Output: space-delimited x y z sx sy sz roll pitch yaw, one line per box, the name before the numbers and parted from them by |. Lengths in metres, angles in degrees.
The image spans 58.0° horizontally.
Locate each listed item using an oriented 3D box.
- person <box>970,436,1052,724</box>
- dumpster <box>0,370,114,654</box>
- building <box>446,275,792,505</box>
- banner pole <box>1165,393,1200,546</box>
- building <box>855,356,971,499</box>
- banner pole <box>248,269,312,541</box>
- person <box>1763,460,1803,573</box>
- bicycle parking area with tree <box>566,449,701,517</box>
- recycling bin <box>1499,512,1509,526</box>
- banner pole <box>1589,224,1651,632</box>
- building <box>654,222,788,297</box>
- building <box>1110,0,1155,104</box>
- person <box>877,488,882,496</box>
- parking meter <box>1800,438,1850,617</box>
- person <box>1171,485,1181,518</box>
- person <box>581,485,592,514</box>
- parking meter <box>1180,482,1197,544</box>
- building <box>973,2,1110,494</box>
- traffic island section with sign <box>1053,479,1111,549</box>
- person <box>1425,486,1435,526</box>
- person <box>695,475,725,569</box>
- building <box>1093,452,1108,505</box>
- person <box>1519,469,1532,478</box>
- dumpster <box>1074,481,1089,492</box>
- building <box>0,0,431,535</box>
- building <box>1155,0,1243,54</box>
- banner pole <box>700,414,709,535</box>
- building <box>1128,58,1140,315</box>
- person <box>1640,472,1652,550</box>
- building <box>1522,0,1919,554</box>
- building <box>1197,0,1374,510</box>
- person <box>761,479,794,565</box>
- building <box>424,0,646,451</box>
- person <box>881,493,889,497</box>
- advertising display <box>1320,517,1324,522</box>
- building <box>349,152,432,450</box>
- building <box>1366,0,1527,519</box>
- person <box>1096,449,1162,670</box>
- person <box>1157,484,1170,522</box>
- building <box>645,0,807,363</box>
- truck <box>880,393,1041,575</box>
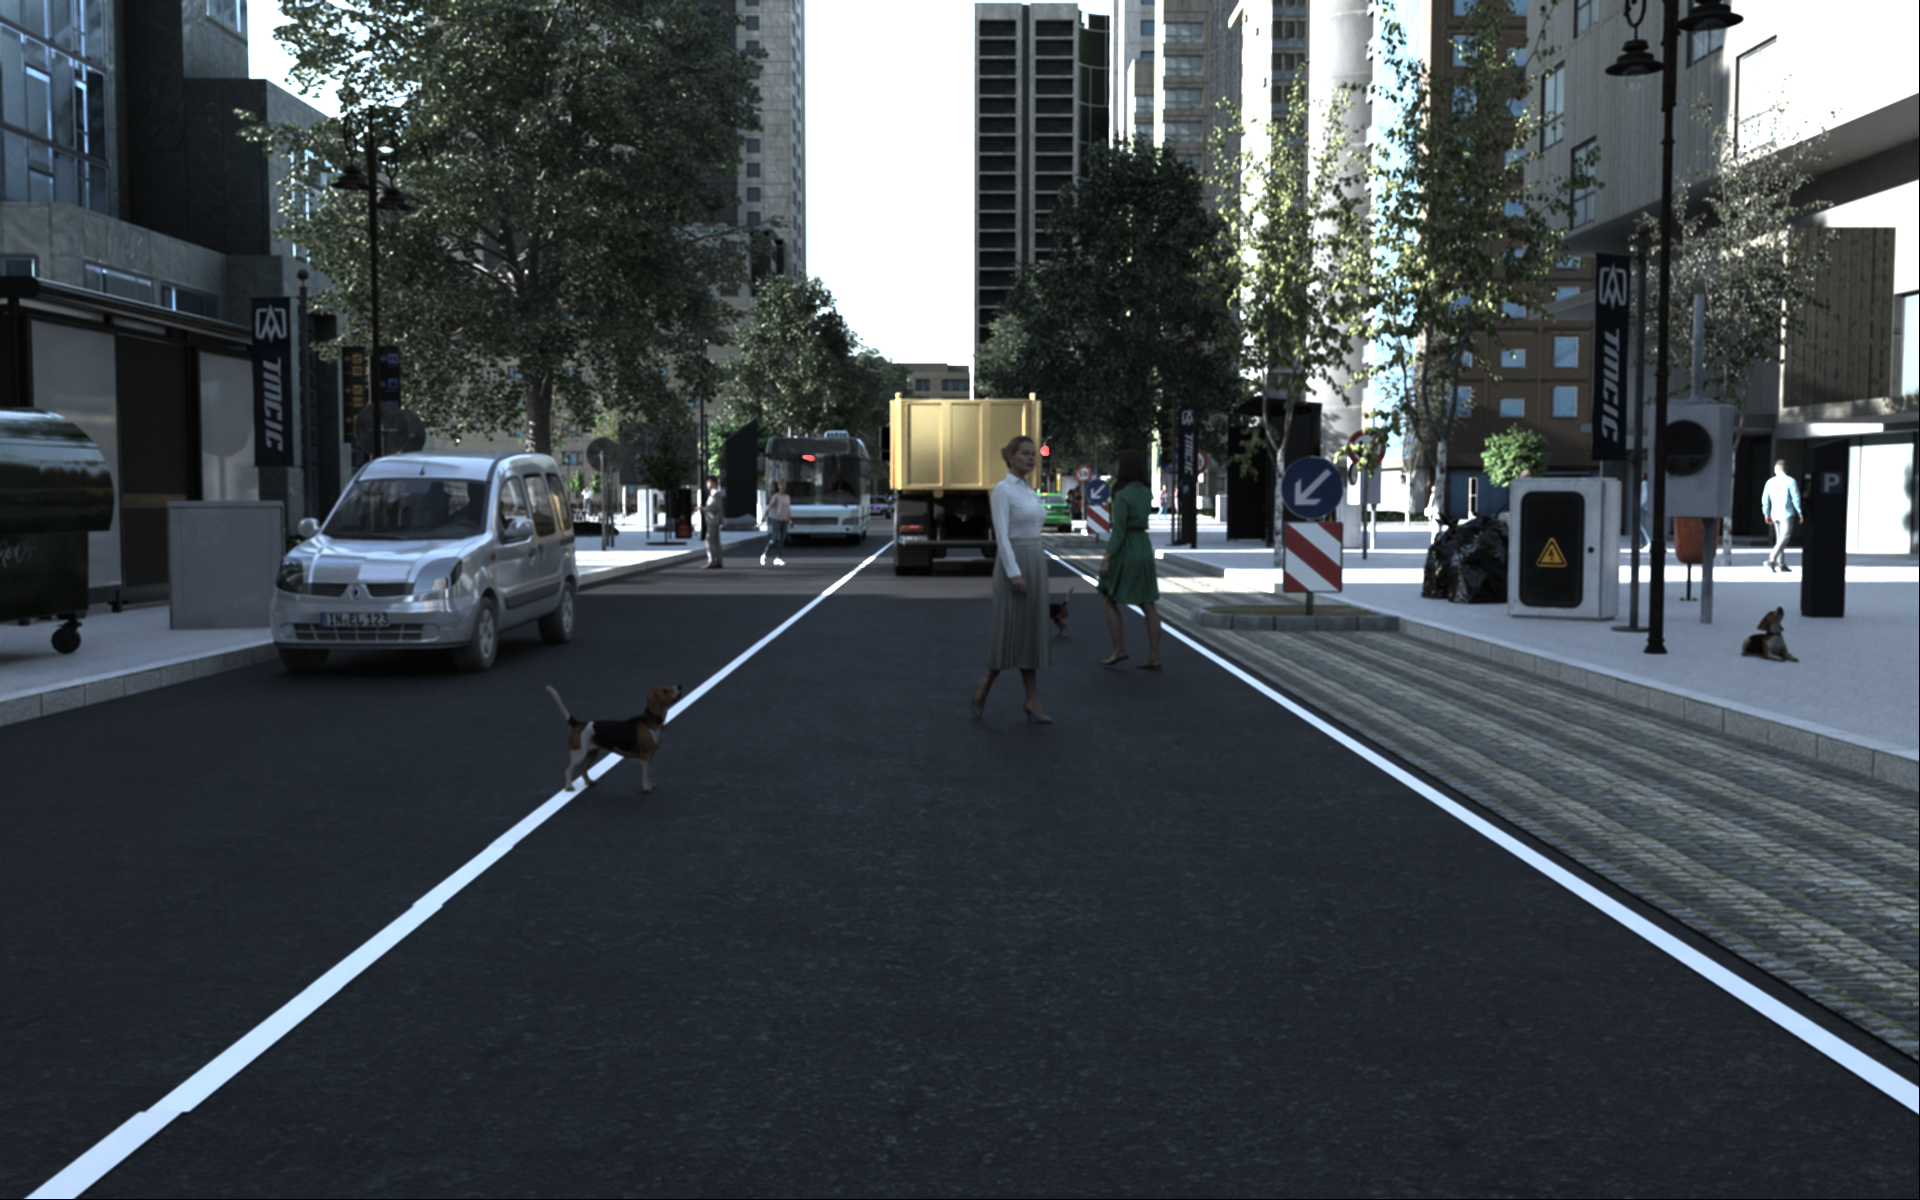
person | 0.319 -0.136 10.951 0.478 1.798 0.641 -3 5 -43
dumpster | -7.584 -0.646 13.061 1.502 2.255 1.985 0 4 0
building | -31.287 -19.651 166.327 27.650 21.520 28.899 0 4 0
banner pole | 5.520 -3.234 42.899 0.863 3.779 0.401 -1 4 -8
building | -12.996 -25.363 259.729 28.899 21.520 27.650 0 4 0
banner pole | -7.528 -1.796 19.381 0.863 3.779 0.401 1 4 8
person | 13.384 -1.372 28.337 0.748 1.841 0.638 -1 4 -20
bicycle parking area with tree | -19.720 -7.497 109.571 9.016 4.147 8.231 -3 5 -45
recycling bin | 8.049 -0.718 24.287 0.722 1.027 0.722 -2 4 -34
banner pole | 6.128 -1.592 16.041 0.863 3.779 0.401 -2 4 -30
building | -26.315 -25.477 188.253 14.160 30.474 14.107 0 4 0
building | 26.666 -39.459 187.145 21.231 58.520 28.212 0 4 0
person | -7.683 -9.542 162.143 1.348 1.812 0.705 3 4 37
parking meter | 9.009 -0.756 18.071 0.399 1.863 0.255 0 4 4
person | 11.624 -5.277 92.684 0.532 1.782 0.716 3 4 37
person | -22.431 -5.986 104.021 0.679 1.850 0.850 -1 4 -19
parking meter | 5.928 -2.397 44.898 0.255 1.863 0.399 -3 5 -41
building | 12.219 -49.998 255.725 20.611 71.187 20.563 0 4 0
traffic island section with sign | 3.482 -2.278 45.880 1.989 1.847 2.006 0 4 0
person | 20.300 -3.988 74.064 0.694 1.780 0.624 -1 4 -22
person | -4.827 -1.506 33.328 0.583 1.804 0.606 -1 4 -19
building | 23.035 -26.794 209.779 14.160 30.474 14.107 0 4 0
person | 11.824 -1.824 36.048 0.709 1.800 0.728 0 4 2
dumpster | 8.440 -7.065 118.000 1.502 2.255 1.985 0 4 0
building | -33.751 -44.868 46.267 31.000 86.520 22.319 0 4 0
building | 22.713 -28.041 142.058 14.154 41.232 14.086 0 4 0
banner pole | -7.923 -3.930 54.265 0.401 3.779 0.863 0 4 -1
building | 22.901 -29.534 166.475 14.154 41.232 14.086 0 4 0
person | 15.914 -2.079 40.301 0.793 1.790 0.793 -1 4 -16
building | 30.942 -27.567 39.967 28.713 52.752 27.495 0 4 0
building | 31.913 -25.887 115.132 32.217 40.220 23.993 0 4 0
person | -3.791 -1.585 35.092 0.598 1.740 0.731 2 4 31
building | -49.717 -46.901 205.091 20.611 71.187 20.563 0 4 0
person | -9.924 -13.413 225.364 1.348 1.822 0.705 2 4 24
advertising display | 15.985 -4.366 76.589 0.974 1.923 0.123 2 4 30
building | -67.682 -32.143 209.126 14.086 41.232 14.154 0 4 0
building | 30.688 -27.141 93.859 14.200 45.320 14.600 0 4 0
person | 1.403 -0.332 14.169 0.529 1.795 0.600 2 4 32
person | 9.257 -4.390 78.652 0.563 1.720 0.643 -2 4 -24
building | -29.107 -46.907 205.178 20.611 71.187 20.563 0 4 0
truck | 0.039 -2.335 34.101 3.469 3.379 9.791 0 4 -1
